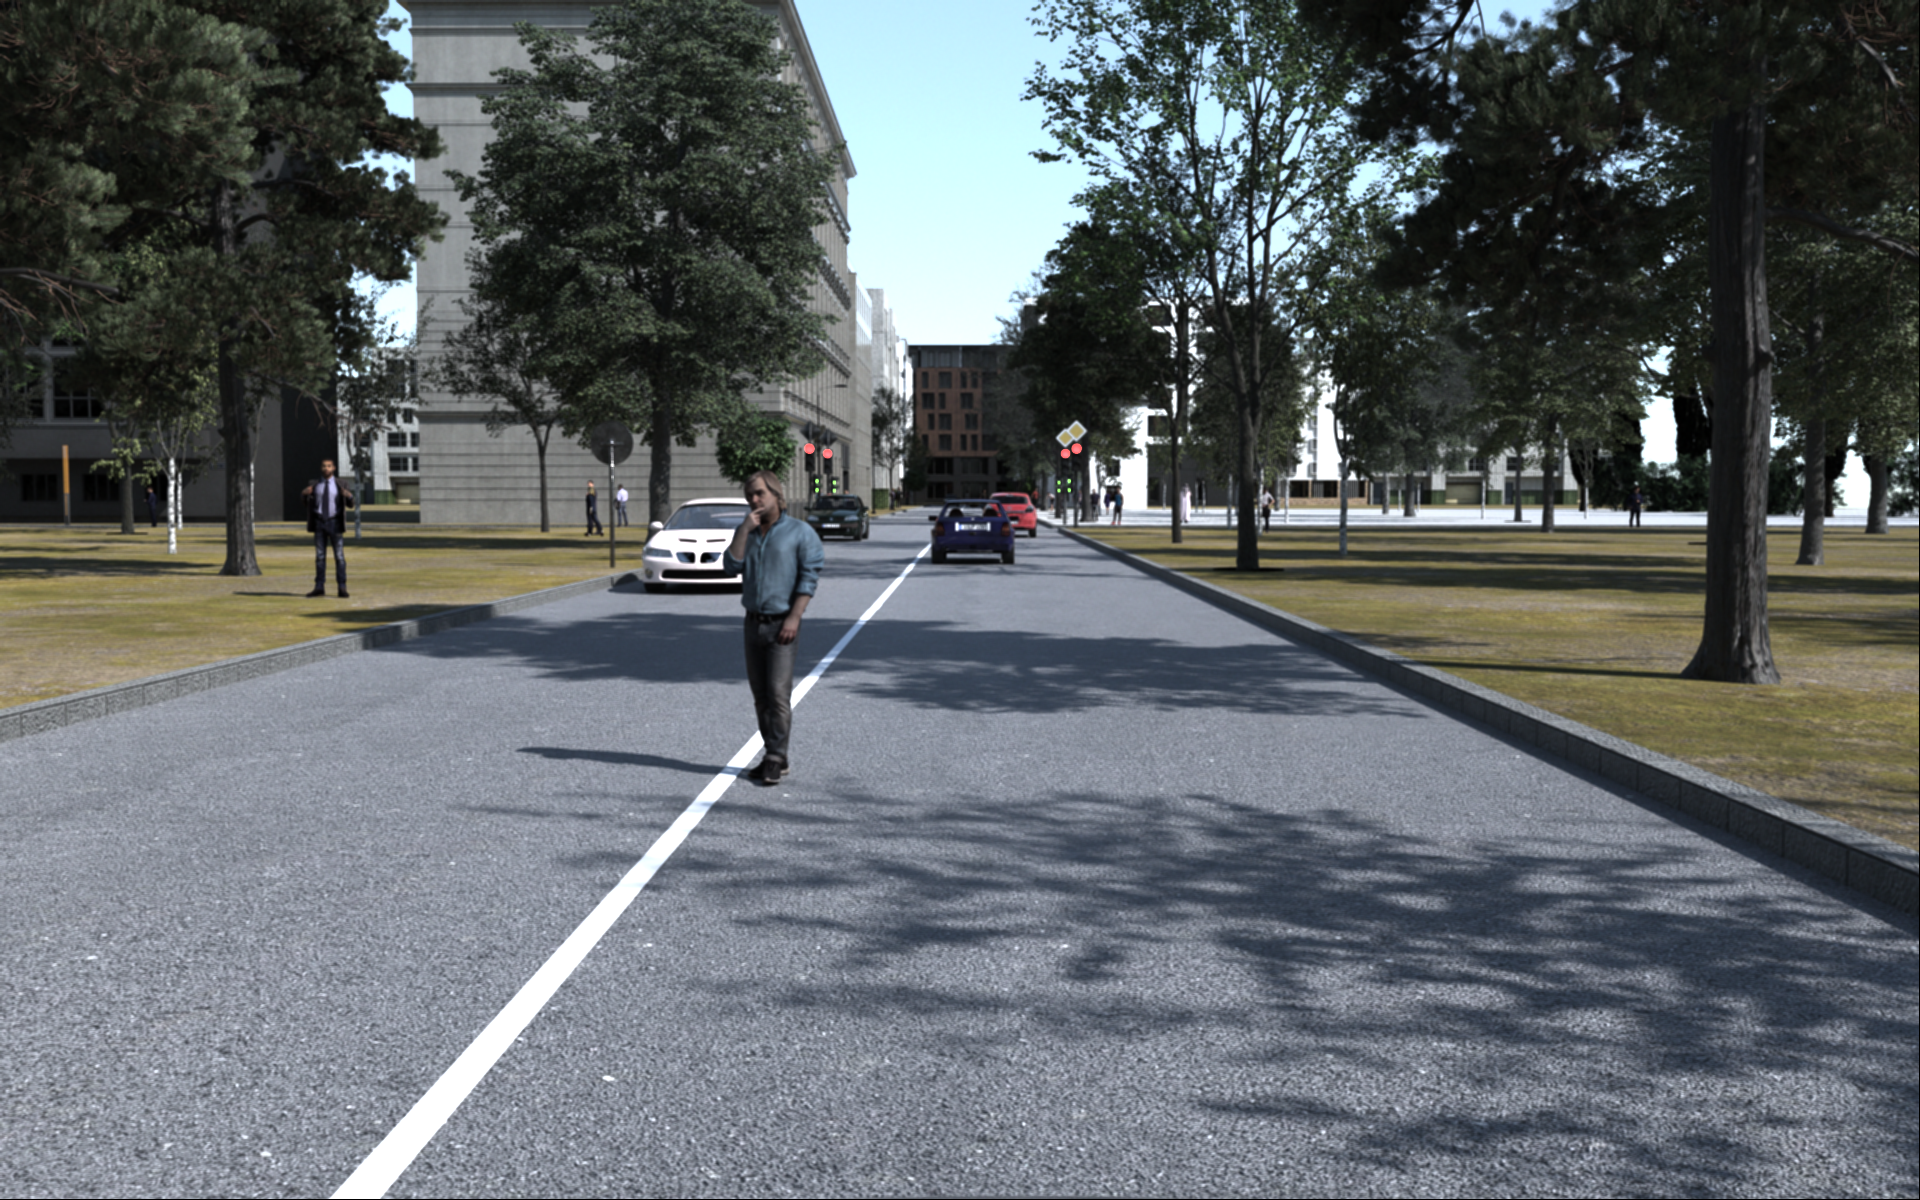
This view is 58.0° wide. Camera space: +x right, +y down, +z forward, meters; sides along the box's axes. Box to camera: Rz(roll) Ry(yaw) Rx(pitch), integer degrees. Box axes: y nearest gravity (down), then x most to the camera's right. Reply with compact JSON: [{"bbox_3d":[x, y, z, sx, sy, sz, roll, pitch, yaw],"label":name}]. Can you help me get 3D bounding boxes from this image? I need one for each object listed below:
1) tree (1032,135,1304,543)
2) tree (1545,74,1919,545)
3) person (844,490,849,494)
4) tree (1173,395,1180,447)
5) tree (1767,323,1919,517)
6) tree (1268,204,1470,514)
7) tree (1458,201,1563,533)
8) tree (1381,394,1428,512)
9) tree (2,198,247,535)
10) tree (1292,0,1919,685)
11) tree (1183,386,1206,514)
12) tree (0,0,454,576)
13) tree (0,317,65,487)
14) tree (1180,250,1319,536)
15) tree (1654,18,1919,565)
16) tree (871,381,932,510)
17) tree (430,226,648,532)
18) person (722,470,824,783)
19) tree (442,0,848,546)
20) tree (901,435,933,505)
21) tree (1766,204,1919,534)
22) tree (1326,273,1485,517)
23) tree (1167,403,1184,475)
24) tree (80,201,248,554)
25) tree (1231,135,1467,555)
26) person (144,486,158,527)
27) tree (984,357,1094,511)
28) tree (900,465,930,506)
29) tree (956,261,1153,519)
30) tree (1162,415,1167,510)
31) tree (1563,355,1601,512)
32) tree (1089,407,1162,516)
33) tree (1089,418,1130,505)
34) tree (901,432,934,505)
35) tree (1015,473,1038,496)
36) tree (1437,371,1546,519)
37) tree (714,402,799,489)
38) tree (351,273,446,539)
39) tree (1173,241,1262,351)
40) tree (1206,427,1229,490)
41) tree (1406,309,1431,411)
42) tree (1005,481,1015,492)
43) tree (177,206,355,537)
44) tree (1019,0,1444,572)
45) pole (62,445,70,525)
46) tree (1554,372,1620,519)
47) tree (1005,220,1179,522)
[{"bbox_3d":[5.356,-6.758,44.904,7.601,10.594,8.767,-1,4,-21],"label":"tree"},{"bbox_3d":[19.143,-8.151,43.641,12.009,13.543,11.850,0,3,0],"label":"tree"},{"bbox_3d":[-4.312,-3.360,65.494,0.319,1.574,0.516,0,4,-3],"label":"person"},{"bbox_3d":[9.986,-6.854,62.423,4.360,8.622,3.978,0,3,0],"label":"tree"},{"bbox_3d":[49.633,-12.170,100.801,13.155,14.587,18.604,-2,4,-31],"label":"tree"},{"bbox_3d":[27.677,-15.574,110.516,12.611,20.169,13.585,0,3,0],"label":"tree"},{"bbox_3d":[19.976,-8.524,57.486,7.486,12.596,7.792,0,3,0],"label":"tree"},{"bbox_3d":[31.945,-10.462,121.414,4.360,8.622,3.978,0,3,0],"label":"tree"},{"bbox_3d":[-26.532,-7.878,54.559,9.928,11.665,9.643,0,3,0],"label":"tree"},{"bbox_3d":[5.296,-5.475,11.564,6.751,12.117,7.091,0,3,0],"label":"tree"},{"bbox_3d":[17.025,-9.501,105.707,4.737,8.622,4.395,0,3,0],"label":"tree"},{"bbox_3d":[-11.333,-6.408,26.831,6.751,12.117,7.091,0,3,0],"label":"tree"},{"bbox_3d":[-33.417,-6.670,59.421,4.360,8.622,3.978,0,3,0],"label":"tree"},{"bbox_3d":[9.144,-6.277,52.991,4.360,8.622,3.978,0,3,0],"label":"tree"},{"bbox_3d":[15.483,-6.936,31.532,7.486,12.596,7.792,0,3,0],"label":"tree"},{"bbox_3d":[-5.934,-12.769,143.182,7.601,10.594,8.767,-2,4,-24],"label":"tree"},{"bbox_3d":[-13.903,-7.578,58.317,8.767,10.594,7.601,0,4,5],"label":"tree"},{"bbox_3d":[-0.940,0.121,8.728,0.429,1.552,0.499,-3,5,-39],"label":"person"},{"bbox_3d":[-7.199,-8.228,41.188,9.857,13.997,8.962,0,3,0],"label":"tree"},{"bbox_3d":[-5.458,-15.570,204.929,4.737,8.622,4.395,0,3,0],"label":"tree"},{"bbox_3d":[29.557,-9.107,55.552,9.857,13.997,8.962,0,3,0],"label":"tree"},{"bbox_3d":[25.347,-11.680,97.616,9.857,13.997,8.962,0,3,0],"label":"tree"},{"bbox_3d":[15.970,-9.945,112.955,4.737,8.622,4.395,0,3,0],"label":"tree"},{"bbox_3d":[-17.042,-5.313,37.233,4.737,8.622,4.395,0,3,0],"label":"tree"},{"bbox_3d":[8.335,-5.257,36.317,4.737,8.622,4.395,0,3,0],"label":"tree"},{"bbox_3d":[-32.830,-3.733,70.238,0.504,1.737,0.576,-1,4,-19],"label":"person"},{"bbox_3d":[6.496,-13.771,131.813,9.857,13.997,8.962,0,3,0],"label":"tree"},{"bbox_3d":[-5.108,-12.870,194.140,4.285,4.588,4.351,0,3,0],"label":"tree"},{"bbox_3d":[5.000,-11.002,90.249,12.009,13.543,11.850,0,3,0],"label":"tree"},{"bbox_3d":[16.685,-11.668,141.142,4.737,8.622,4.395,0,3,0],"label":"tree"},{"bbox_3d":[51.398,-13.919,129.392,13.155,14.587,18.604,1,4,19],"label":"tree"},{"bbox_3d":[8.359,-9.217,101.065,4.737,8.622,4.395,0,3,0],"label":"tree"},{"bbox_3d":[10.030,-10.504,122.097,4.360,8.622,3.978,0,3,0],"label":"tree"},{"bbox_3d":[-5.350,-15.240,199.540,4.360,8.622,3.978,0,3,0],"label":"tree"},{"bbox_3d":[6.342,-9.863,155.854,1.663,3.219,1.824,0,3,0],"label":"tree"},{"bbox_3d":[27.147,-8.470,88.849,4.360,8.622,3.978,0,3,0],"label":"tree"},{"bbox_3d":[-7.292,-4.772,61.740,4.285,4.588,4.351,0,3,0],"label":"tree"},{"bbox_3d":[-17.014,-6.058,49.403,4.360,8.622,3.978,0,3,0],"label":"tree"},{"bbox_3d":[22.635,-16.798,130.529,12.611,20.169,13.585,0,3,0],"label":"tree"},{"bbox_3d":[14.248,-7.707,76.380,4.737,8.622,4.395,0,3,0],"label":"tree"},{"bbox_3d":[25.672,-10.341,79.452,12.009,13.543,11.850,0,3,0],"label":"tree"},{"bbox_3d":[6.376,-14.107,225.244,1.663,3.219,1.824,0,3,0],"label":"tree"},{"bbox_3d":[-17.946,-5.691,43.409,4.360,8.622,3.978,0,3,0],"label":"tree"},{"bbox_3d":[4.782,-6.300,28.763,9.928,11.665,9.643,0,3,0],"label":"tree"},{"bbox_3d":[-37.382,-4.807,72.445,0.158,3.312,0.155,0,3,0],"label":"pole"},{"bbox_3d":[32.273,-8.519,89.649,4.360,8.622,3.978,0,3,0],"label":"tree"},{"bbox_3d":[5.873,-10.484,78.832,7.806,13.903,7.818,0,3,0],"label":"tree"}]
